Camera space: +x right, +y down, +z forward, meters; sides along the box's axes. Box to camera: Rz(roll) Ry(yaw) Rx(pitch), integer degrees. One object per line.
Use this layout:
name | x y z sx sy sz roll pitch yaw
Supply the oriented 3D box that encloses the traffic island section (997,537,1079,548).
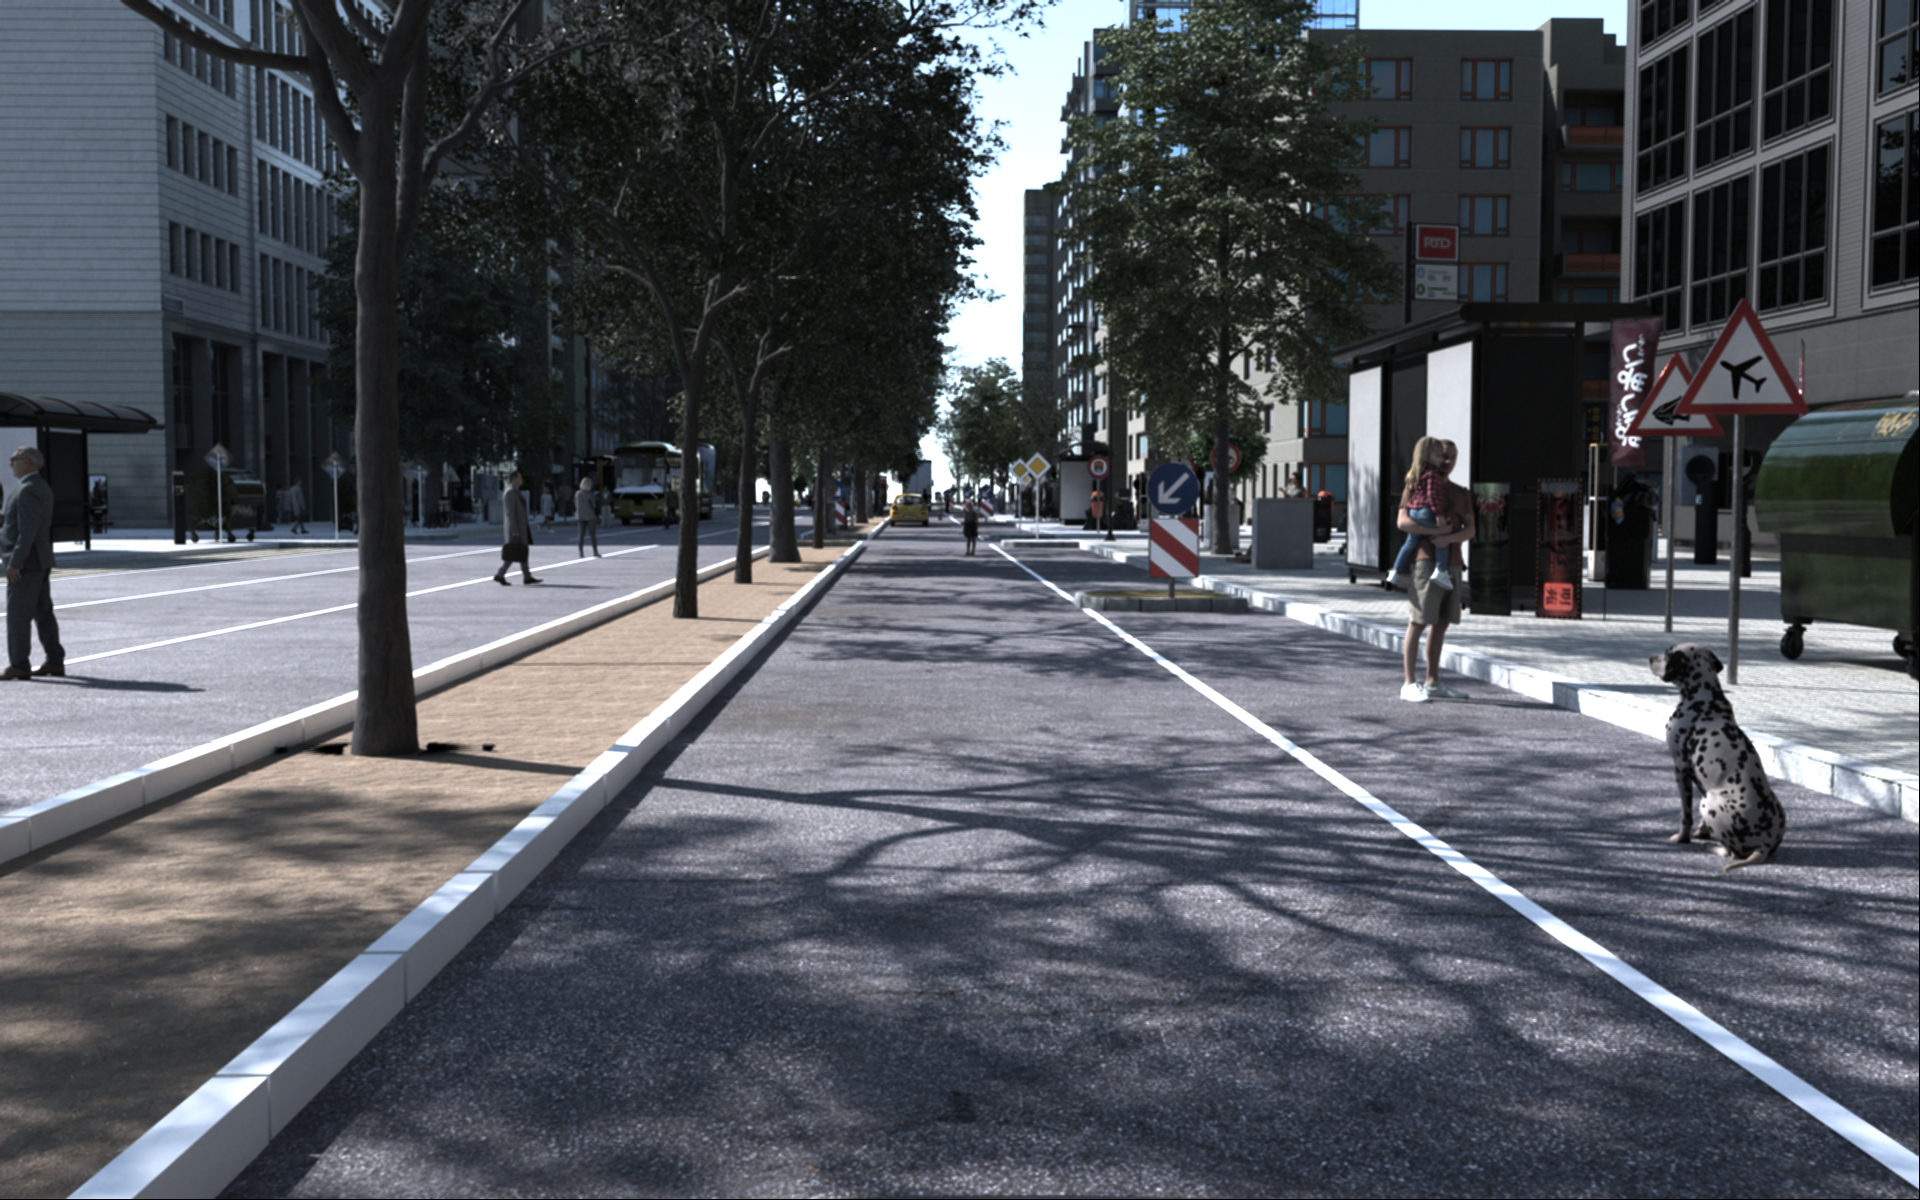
traffic island section | 2.166 -1.546 47.553 2.009 0.180 2.903 0 4 -1

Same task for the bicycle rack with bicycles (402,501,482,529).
bicycle rack with bicycles | -20.092 -3.175 65.285 2.852 0.926 2.925 1 4 16

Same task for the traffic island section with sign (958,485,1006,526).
traffic island section with sign | 1.054 -4.264 78.347 1.989 1.847 2.006 0 4 -1

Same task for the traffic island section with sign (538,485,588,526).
traffic island section with sign | -17.756 -4.223 77.681 1.989 1.847 2.006 0 4 -1

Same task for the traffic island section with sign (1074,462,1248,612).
traffic island section with sign | 2.489 -0.819 22.019 1.989 1.847 2.006 0 4 -1

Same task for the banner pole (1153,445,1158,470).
banner pole | 9.929 -5.995 88.028 0.401 3.779 0.863 2 4 24

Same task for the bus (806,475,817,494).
bus | -18.549 -14.562 229.632 2.896 3.916 12.252 0 4 -1

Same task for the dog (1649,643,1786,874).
dog | 3.012 0.609 6.883 0.513 0.831 0.800 1 4 21

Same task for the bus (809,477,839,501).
bus | -13.235 -10.859 172.404 2.948 3.499 13.247 0 4 -1

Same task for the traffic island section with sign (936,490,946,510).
traffic island section with sign | -0.899 -8.940 154.801 1.989 1.847 2.006 0 4 -1

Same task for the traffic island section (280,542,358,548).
traffic island section | -16.970 -1.516 47.073 2.009 0.180 2.903 0 4 -1

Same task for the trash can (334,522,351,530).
trash can | -22.225 -3.104 62.401 0.748 1.137 0.748 0 3 0

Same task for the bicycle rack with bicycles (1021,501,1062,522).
bicycle rack with bicycles | 4.137 -4.575 88.191 2.852 0.926 2.925 2 4 33

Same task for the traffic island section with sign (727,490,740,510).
traffic island section with sign | -19.708 -8.918 154.429 1.989 1.847 2.006 0 4 -1

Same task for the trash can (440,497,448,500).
trash can | -28.212 -5.104 95.104 0.748 1.137 0.748 0 3 0

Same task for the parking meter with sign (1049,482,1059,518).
parking meter with sign | 5.295 -5.922 93.078 0.543 3.016 1.738 2 4 24

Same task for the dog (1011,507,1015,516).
dog | 3.164 -5.267 102.942 0.406 0.507 0.540 -1 4 -22

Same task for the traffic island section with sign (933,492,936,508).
traffic island section with sign | -1.604 -10.634 182.498 1.989 1.847 2.006 0 4 -1

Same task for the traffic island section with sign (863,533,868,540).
traffic island section with sign | -3.944 -2.869 55.047 2.006 1.907 1.989 0 4 -1

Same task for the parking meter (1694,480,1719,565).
parking meter | 13.645 -1.422 31.660 0.372 1.533 0.369 0 3 0

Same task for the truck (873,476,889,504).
truck | -12.382 -16.902 265.264 2.839 4.237 11.283 0 4 -3

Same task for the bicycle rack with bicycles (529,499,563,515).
bicycle rack with bicycles | -26.212 -5.764 107.626 2.925 0.926 2.852 -2 4 -29

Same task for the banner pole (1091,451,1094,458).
banner pole | 6.707 -5.976 87.725 0.401 3.779 0.863 1 4 16

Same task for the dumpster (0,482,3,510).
dumpster | -18.644 -1.774 31.491 1.502 2.255 1.985 0 4 -1

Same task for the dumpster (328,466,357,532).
dumpster | -20.512 -3.457 59.013 1.502 2.255 1.985 0 4 -2

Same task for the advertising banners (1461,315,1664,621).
advertising banners | 6.127 -1.317 17.729 2.074 3.025 0.090 3 5 45

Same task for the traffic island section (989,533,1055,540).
traffic island section | 1.962 -2.034 55.536 2.009 0.180 2.903 0 4 -1

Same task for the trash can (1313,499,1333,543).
trash can | 9.420 -2.066 45.428 0.748 1.137 0.748 0 3 0

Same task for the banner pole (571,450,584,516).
banner pole | -22.288 -6.743 100.258 0.863 3.779 0.401 2 4 35

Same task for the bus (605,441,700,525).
bus | -14.623 -5.647 83.868 2.896 3.916 12.252 0 4 -1

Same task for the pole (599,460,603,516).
pole | -21.185 -6.627 102.201 0.158 3.312 0.155 0 3 0

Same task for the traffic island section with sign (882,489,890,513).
traffic island section with sign | -5.868 -7.463 130.161 2.006 1.907 1.989 0 4 -1

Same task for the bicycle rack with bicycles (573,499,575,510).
bicycle rack with bicycles | -27.053 -6.443 118.719 2.852 0.926 2.925 1 4 16

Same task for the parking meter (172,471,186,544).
parking meter | -19.923 -2.353 44.185 0.255 1.863 0.399 -2 4 -28

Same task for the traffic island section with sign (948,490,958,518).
traffic island section with sign | 0.363 -5.912 105.293 1.989 1.847 2.006 0 4 -1

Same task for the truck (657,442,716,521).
truck | -15.303 -6.559 96.152 2.839 4.237 11.283 0 4 -3

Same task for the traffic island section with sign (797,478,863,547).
traffic island section with sign | -3.765 -2.416 47.642 2.006 1.907 1.989 0 4 -1

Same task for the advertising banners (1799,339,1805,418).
advertising banners | 10.001 -1.491 20.571 0.090 3.025 2.074 2 4 29

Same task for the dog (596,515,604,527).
dog | -15.680 -3.431 75.386 0.406 0.507 0.540 -2 4 -23

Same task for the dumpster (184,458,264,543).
dumpster | -19.709 -2.680 46.315 1.502 2.255 1.985 0 4 -2

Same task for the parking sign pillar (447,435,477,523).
parking sign pillar | -22.162 -5.392 76.637 1.447 3.967 1.447 3 5 43

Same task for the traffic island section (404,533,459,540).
traffic island section | -17.173 -2.005 55.055 2.009 0.180 2.903 0 4 -1

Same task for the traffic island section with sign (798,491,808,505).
traffic island section with sign | -21.820 -13.984 237.268 1.989 1.847 2.006 0 4 -1

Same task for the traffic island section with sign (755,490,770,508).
traffic island section with sign | -20.420 -10.590 181.781 1.989 1.847 2.006 0 4 -1

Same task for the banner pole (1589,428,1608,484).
banner pole | 21.524 -4.165 58.122 0.863 3.779 0.401 1 4 13

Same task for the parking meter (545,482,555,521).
parking meter | -19.465 -4.678 82.200 0.399 1.863 0.255 1 4 10

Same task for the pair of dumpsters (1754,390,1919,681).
pair of dumpsters | 7.047 -0.544 11.384 1.574 2.255 4.437 0 4 -2

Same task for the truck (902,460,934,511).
truck | -3.596 -9.642 146.566 2.839 4.237 11.283 0 4 -1

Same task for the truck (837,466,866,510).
truck | -9.679 -10.399 159.785 2.967 4.110 18.799 0 4 -2

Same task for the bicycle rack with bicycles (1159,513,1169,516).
bicycle rack with bicycles | 12.259 -5.295 99.958 2.852 0.926 2.925 2 4 24

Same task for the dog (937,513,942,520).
dog | -1.192 -4.590 95.232 0.550 0.427 0.748 2 4 33
